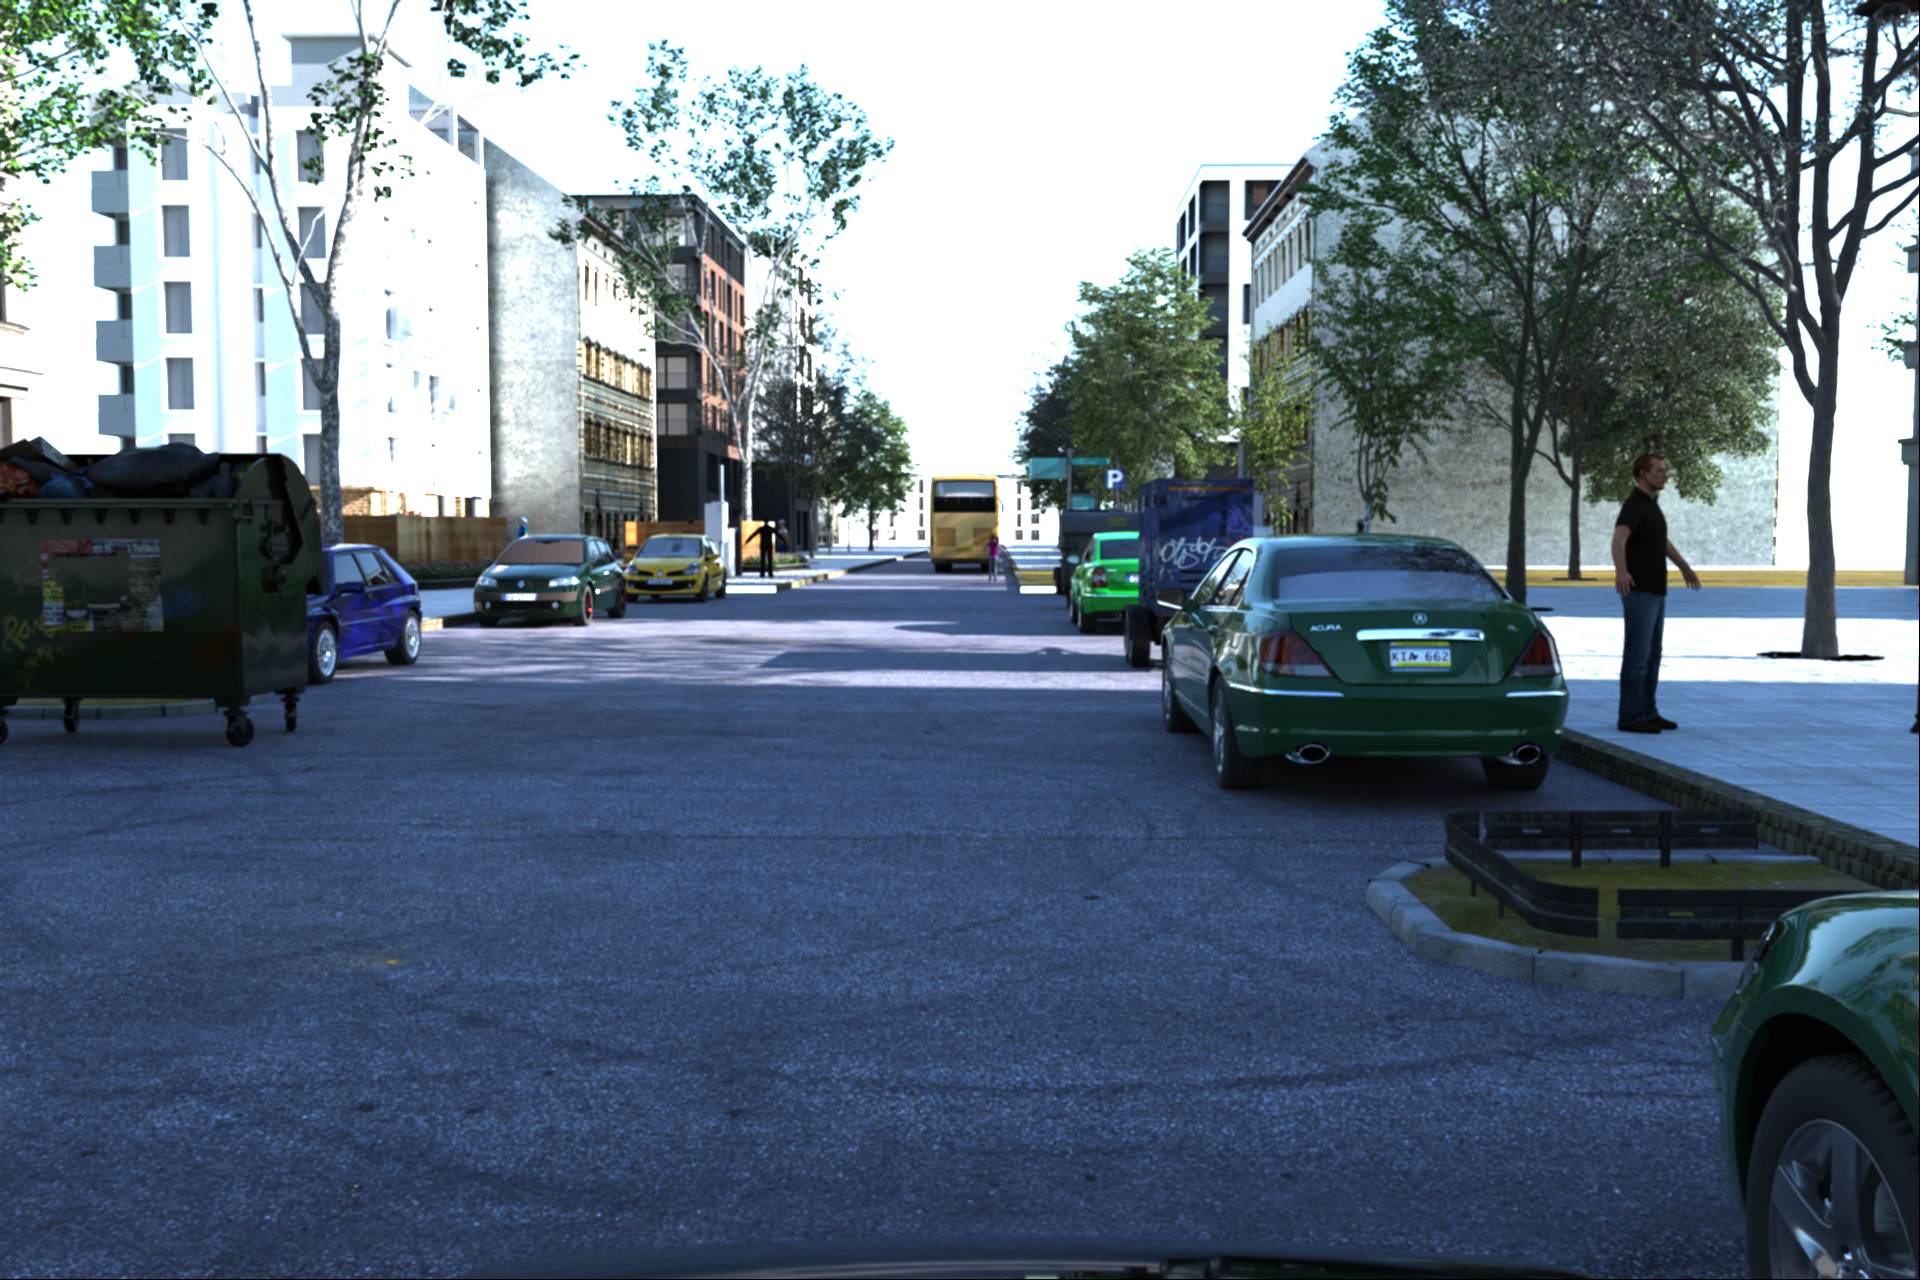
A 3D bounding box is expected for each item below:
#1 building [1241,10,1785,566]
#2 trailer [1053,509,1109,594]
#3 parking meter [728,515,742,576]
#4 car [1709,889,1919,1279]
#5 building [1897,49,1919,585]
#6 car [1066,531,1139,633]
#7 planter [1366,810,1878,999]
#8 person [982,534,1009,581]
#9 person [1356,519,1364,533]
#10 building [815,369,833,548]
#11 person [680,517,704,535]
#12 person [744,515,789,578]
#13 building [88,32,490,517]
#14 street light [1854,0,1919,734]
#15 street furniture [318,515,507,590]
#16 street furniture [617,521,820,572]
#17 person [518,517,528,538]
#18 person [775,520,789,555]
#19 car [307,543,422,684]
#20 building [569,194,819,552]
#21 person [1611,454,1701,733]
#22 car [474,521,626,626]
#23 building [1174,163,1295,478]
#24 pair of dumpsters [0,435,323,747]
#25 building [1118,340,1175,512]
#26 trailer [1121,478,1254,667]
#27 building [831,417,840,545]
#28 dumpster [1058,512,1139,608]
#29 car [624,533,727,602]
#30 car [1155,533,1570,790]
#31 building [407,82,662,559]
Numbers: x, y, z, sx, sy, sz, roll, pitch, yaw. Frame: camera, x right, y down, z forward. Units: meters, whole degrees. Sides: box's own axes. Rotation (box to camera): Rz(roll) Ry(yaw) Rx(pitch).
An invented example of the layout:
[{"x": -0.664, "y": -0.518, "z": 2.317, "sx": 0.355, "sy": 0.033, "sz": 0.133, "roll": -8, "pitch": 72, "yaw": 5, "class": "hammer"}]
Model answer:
[{"x": 23.590, "y": -15.096, "z": 77.752, "sx": 19.493, "sy": 23.208, "sz": 18.063, "roll": 0, "pitch": 4, "yaw": 2, "class": "building"}, {"x": 3.007, "y": -2.144, "z": 42.106, "sx": 1.471, "sy": 1.999, "sz": 3.904, "roll": 0, "pitch": 4, "yaw": 1, "class": "trailer"}, {"x": -6.903, "y": -2.903, "z": 53.175, "sx": 0.399, "sy": 1.863, "sz": 0.255, "roll": 0, "pitch": 4, "yaw": 3, "class": "parking meter"}, {"x": 2.165, "y": 0.655, "z": 1.096, "sx": 2.131, "sy": 1.459, "sz": 4.920, "roll": 0, "pitch": 4, "yaw": 1, "class": "car"}, {"x": 25.844, "y": -11.320, "z": 31.755, "sx": 8.464, "sy": 21.280, "sz": 15.925, "roll": 0, "pitch": 4, "yaw": 1, "class": "building"}, {"x": 2.631, "y": -1.077, "z": 26.401, "sx": 1.959, "sy": 1.807, "sz": 4.718, "roll": 0, "pitch": 4, "yaw": 1, "class": "car"}, {"x": 2.559, "y": 0.907, "z": 6.313, "sx": 1.991, "sy": 0.319, "sz": 1.994, "roll": 0, "pitch": 4, "yaw": 2, "class": "planter"}, {"x": 1.044, "y": -2.491, "z": 52.446, "sx": 0.991, "sy": 1.433, "sz": 0.599, "roll": 3, "pitch": 4, "yaw": 37, "class": "person"}, {"x": 14.883, "y": -3.587, "z": 64.413, "sx": 0.705, "sy": 1.858, "sz": 1.354, "roll": 0, "pitch": 4, "yaw": -7, "class": "person"}, {"x": -22.485, "y": -20.509, "z": 166.249, "sx": 19.493, "sy": 23.208, "sz": 18.063, "roll": 0, "pitch": 4, "yaw": 1, "class": "building"}, {"x": -7.081, "y": -2.373, "z": 45.601, "sx": 1.217, "sy": 1.733, "sz": 0.721, "roll": -1, "pitch": 4, "yaw": -8, "class": "person"}, {"x": -5.723, "y": -2.769, "z": 51.214, "sx": 1.347, "sy": 1.837, "sz": 0.705, "roll": 0, "pitch": 4, "yaw": -5, "class": "person"}, {"x": -26.995, "y": -12.872, "z": 66.879, "sx": 16.016, "sy": 20.090, "sz": 11.380, "roll": 0, "pitch": 4, "yaw": 2, "class": "building"}, {"x": 6.240, "y": -2.338, "z": 11.007, "sx": 0.468, "sy": 5.910, "sz": 1.993, "roll": 0, "pitch": 4, "yaw": 1, "class": "street light"}, {"x": -14.306, "y": -2.172, "z": 42.366, "sx": 11.010, "sy": 1.723, "sz": 9.812, "roll": 1, "pitch": 4, "yaw": 15, "class": "street furniture"}, {"x": -7.949, "y": -3.355, "z": 61.709, "sx": 9.812, "sy": 1.723, "sz": 11.010, "roll": 0, "pitch": 4, "yaw": 8, "class": "street furniture"}, {"x": -13.915, "y": -2.989, "z": 54.996, "sx": 0.704, "sy": 1.817, "sz": 1.347, "roll": -2, "pitch": 4, "yaw": -24, "class": "person"}, {"x": -7.077, "y": -3.844, "z": 68.712, "sx": 0.705, "sy": 1.847, "sz": 1.347, "roll": -2, "pitch": 4, "yaw": -33, "class": "person"}, {"x": -6.881, "y": -0.316, "z": 17.747, "sx": 1.945, "sy": 1.354, "sz": 3.894, "roll": 0, "pitch": 4, "yaw": 1, "class": "car"}, {"x": -25.734, "y": -16.940, "z": 120.949, "sx": 27.936, "sy": 21.610, "sz": 32.646, "roll": 0, "pitch": 4, "yaw": 2, "class": "building"}, {"x": 4.487, "y": -0.310, "z": 11.281, "sx": 0.705, "sy": 1.803, "sz": 1.348, "roll": 3, "pitch": 5, "yaw": 41, "class": "person"}, {"x": -6.616, "y": -1.126, "z": 28.198, "sx": 2.009, "sy": 1.686, "sz": 4.222, "roll": 0, "pitch": 4, "yaw": 1, "class": "car"}, {"x": 27.591, "y": -16.390, "z": 111.953, "sx": 27.936, "sy": 21.610, "sz": 32.646, "roll": 0, "pitch": 4, "yaw": 1, "class": "building"}, {"x": -6.881, "y": -0.433, "z": 12.037, "sx": 4.436, "sy": 2.255, "sz": 1.574, "roll": 0, "pitch": 4, "yaw": 1, "class": "pair of dumpsters"}, {"x": 24.624, "y": -18.287, "z": 165.442, "sx": 16.747, "sy": 18.905, "sz": 31.486, "roll": 0, "pitch": 4, "yaw": 1, "class": "building"}, {"x": 2.565, "y": -0.771, "z": 19.655, "sx": 1.471, "sy": 1.999, "sz": 3.904, "roll": 0, "pitch": 4, "yaw": 1, "class": "trailer"}, {"x": -24.666, "y": -23.240, "z": 210.902, "sx": 19.493, "sy": 23.208, "sz": 18.063, "roll": 0, "pitch": 4, "yaw": 1, "class": "building"}, {"x": 2.832, "y": -1.540, "z": 33.389, "sx": 1.865, "sy": 1.857, "sz": 1.264, "roll": 0, "pitch": 4, "yaw": 1, "class": "dumpster"}, {"x": -6.140, "y": -1.669, "z": 37.518, "sx": 2.015, "sy": 1.641, "sz": 3.980, "roll": 0, "pitch": 4, "yaw": 1, "class": "car"}, {"x": 2.378, "y": 0.041, "z": 11.135, "sx": 2.131, "sy": 1.459, "sz": 4.920, "roll": 0, "pitch": 4, "yaw": 1, "class": "car"}, {"x": -26.884, "y": -15.852, "z": 90.110, "sx": 19.493, "sy": 23.208, "sz": 18.063, "roll": 0, "pitch": 4, "yaw": 1, "class": "building"}]
